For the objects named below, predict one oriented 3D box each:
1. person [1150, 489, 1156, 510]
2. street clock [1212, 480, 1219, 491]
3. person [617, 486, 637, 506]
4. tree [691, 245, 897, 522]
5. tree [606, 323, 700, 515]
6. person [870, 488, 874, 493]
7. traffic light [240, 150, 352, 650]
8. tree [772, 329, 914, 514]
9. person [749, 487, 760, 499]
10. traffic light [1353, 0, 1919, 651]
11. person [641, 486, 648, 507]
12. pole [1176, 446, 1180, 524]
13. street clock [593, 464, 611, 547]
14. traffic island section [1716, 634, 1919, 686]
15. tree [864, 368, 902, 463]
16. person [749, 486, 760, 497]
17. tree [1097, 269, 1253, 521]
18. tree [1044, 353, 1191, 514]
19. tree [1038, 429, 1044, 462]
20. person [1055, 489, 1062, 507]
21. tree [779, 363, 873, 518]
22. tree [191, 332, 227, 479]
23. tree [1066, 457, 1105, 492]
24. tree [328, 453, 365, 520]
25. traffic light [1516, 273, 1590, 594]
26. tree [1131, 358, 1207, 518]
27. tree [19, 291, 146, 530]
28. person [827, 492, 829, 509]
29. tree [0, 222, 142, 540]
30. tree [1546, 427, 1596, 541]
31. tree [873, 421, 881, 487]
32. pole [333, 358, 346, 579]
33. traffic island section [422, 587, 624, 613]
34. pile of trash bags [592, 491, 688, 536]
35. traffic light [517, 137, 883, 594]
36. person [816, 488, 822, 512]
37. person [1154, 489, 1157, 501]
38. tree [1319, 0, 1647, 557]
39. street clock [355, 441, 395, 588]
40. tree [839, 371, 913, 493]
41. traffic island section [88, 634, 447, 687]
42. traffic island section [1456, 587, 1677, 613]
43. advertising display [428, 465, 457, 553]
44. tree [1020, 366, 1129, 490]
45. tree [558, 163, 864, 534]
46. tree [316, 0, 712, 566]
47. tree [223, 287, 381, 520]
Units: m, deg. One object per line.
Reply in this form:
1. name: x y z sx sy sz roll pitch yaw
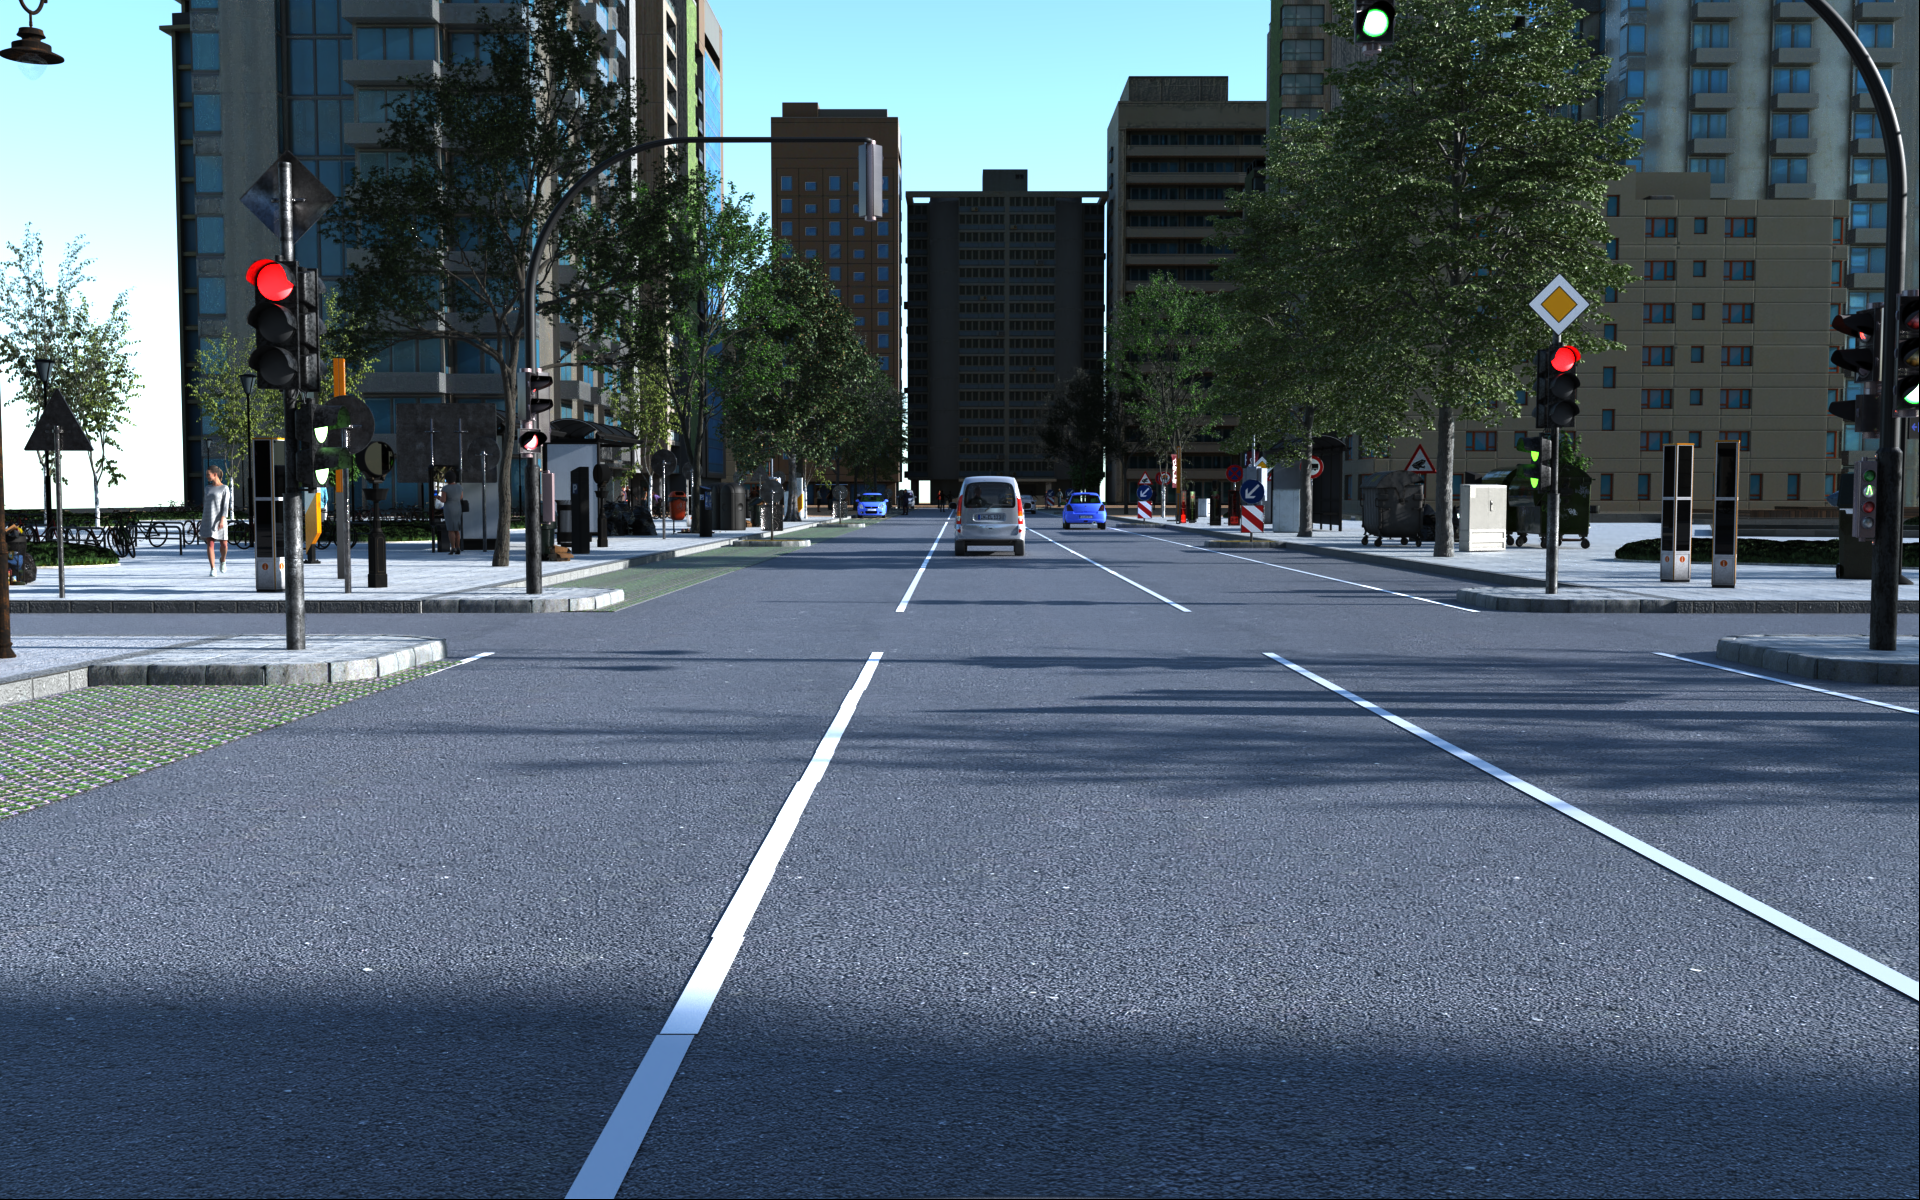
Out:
1. person: 15.476 -8.065 138.817 0.541 1.710 0.530 -1 4 -15
2. street clock: 12.857 -5.051 87.149 0.358 2.002 0.471 2 4 27
3. person: -21.435 -6.447 111.593 1.348 1.807 0.705 0 4 4
4. tree: -7.796 -9.989 80.332 9.611 12.733 9.660 0 3 0
5. tree: -12.835 -7.416 71.621 4.737 8.622 4.395 0 3 0
6. person: -8.324 -9.710 164.887 1.350 1.814 0.705 1 4 9
7. traffic light: -5.472 -1.546 14.198 0.839 4.253 0.868 0 3 0
8. tree: -8.131 -12.411 113.284 12.009 13.543 11.850 0 3 0
9. person: -12.546 -6.003 105.023 1.217 1.723 0.721 -2 4 -28
10. traffic light: 5.497 -2.409 14.061 4.771 5.953 1.251 0 3 0
11. person: -18.995 -5.948 104.017 0.721 1.735 1.217 -1 4 -18
12. pole: 9.341 -4.909 74.111 0.158 3.312 0.155 0 3 0
13. street clock: -8.641 -2.277 41.805 0.358 2.002 0.471 -3 5 -41
14. traffic island section: 7.629 0.487 14.314 2.009 0.180 2.903 0 3 0
15. tree: -7.959 -12.739 134.045 9.928 11.665 9.643 0 3 0
16. person: -13.042 -6.463 111.736 1.348 1.821 0.705 0 4 4
17. tree: 10.165 -9.511 81.266 9.928 11.665 9.643 0 3 0
18. tree: 10.733 -10.774 110.573 8.767 10.594 7.601 1 4 16
19. tree: 9.644 -12.458 138.106 8.767 10.594 7.601 3 5 41
20. person: 9.763 -10.063 170.658 0.705 1.814 1.350 -2 4 -29
21. tree: -7.945 -8.600 90.971 4.737 8.622 4.395 0 3 0
22. tree: -32.337 -7.762 77.268 4.737 8.622 4.395 0 3 0
23. tree: 10.616 -9.957 146.508 4.285 4.588 4.351 0 3 0
24. tree: -31.329 -6.282 86.421 4.285 4.588 4.351 0 3 0
25. traffic light: 7.597 -2.035 22.185 0.839 4.253 0.868 0 3 0
26. tree: 10.919 -8.673 92.164 4.360 8.622 3.978 0 3 0
27. tree: -31.224 -6.836 62.129 4.737 8.622 4.395 0 3 0
28. person: -11.438 -8.688 151.347 0.557 1.426 1.065 1 4 15
29. tree: -25.143 -5.971 47.982 4.360 8.622 3.978 0 3 0
30. tree: 16.382 -3.233 47.459 1.663 3.219 1.824 0 3 0
31. tree: -7.895 -11.694 141.565 4.737 8.622 4.395 0 3 0
32. pole: -9.334 -1.975 26.131 0.158 3.312 0.155 0 3 0
33. traffic island section: -5.504 -0.002 22.318 2.009 0.180 2.903 0 3 0
34. pile of trash bags: -10.108 -2.712 54.092 3.447 1.369 1.912 -3 4 -36
35. traffic light: -3.372 -2.908 22.216 4.771 5.953 1.251 0 3 0
36. person: -9.970 -7.118 123.208 0.721 1.735 1.217 -1 4 -15
37. person: 18.073 -9.496 161.748 0.683 1.767 0.568 1 4 15
38. tree: 10.160 -7.134 34.768 7.486 12.596 7.792 0 3 0
39. street clock: -8.005 -1.173 23.751 0.358 2.002 0.471 3 4 39
40. tree: -7.954 -14.774 159.680 7.486 12.596 7.792 0 3 0
41. traffic island section: -5.512 0.486 14.333 2.009 0.180 2.903 0 3 0
42. traffic island section: 7.637 -0.001 22.299 2.009 0.180 2.903 0 3 0
43. advertising display: -11.427 -2.023 38.292 0.123 1.923 0.974 1 4 14
44. tree: 10.790 -15.474 163.367 12.009 13.543 11.850 0 3 0
45. tree: -8.702 -7.966 55.996 9.928 11.665 9.643 0 3 0
46. tree: -7.816 -5.871 30.407 7.601 10.594 8.767 0 4 2
47. tree: -22.596 -6.749 60.705 4.737 8.622 4.395 0 3 0
